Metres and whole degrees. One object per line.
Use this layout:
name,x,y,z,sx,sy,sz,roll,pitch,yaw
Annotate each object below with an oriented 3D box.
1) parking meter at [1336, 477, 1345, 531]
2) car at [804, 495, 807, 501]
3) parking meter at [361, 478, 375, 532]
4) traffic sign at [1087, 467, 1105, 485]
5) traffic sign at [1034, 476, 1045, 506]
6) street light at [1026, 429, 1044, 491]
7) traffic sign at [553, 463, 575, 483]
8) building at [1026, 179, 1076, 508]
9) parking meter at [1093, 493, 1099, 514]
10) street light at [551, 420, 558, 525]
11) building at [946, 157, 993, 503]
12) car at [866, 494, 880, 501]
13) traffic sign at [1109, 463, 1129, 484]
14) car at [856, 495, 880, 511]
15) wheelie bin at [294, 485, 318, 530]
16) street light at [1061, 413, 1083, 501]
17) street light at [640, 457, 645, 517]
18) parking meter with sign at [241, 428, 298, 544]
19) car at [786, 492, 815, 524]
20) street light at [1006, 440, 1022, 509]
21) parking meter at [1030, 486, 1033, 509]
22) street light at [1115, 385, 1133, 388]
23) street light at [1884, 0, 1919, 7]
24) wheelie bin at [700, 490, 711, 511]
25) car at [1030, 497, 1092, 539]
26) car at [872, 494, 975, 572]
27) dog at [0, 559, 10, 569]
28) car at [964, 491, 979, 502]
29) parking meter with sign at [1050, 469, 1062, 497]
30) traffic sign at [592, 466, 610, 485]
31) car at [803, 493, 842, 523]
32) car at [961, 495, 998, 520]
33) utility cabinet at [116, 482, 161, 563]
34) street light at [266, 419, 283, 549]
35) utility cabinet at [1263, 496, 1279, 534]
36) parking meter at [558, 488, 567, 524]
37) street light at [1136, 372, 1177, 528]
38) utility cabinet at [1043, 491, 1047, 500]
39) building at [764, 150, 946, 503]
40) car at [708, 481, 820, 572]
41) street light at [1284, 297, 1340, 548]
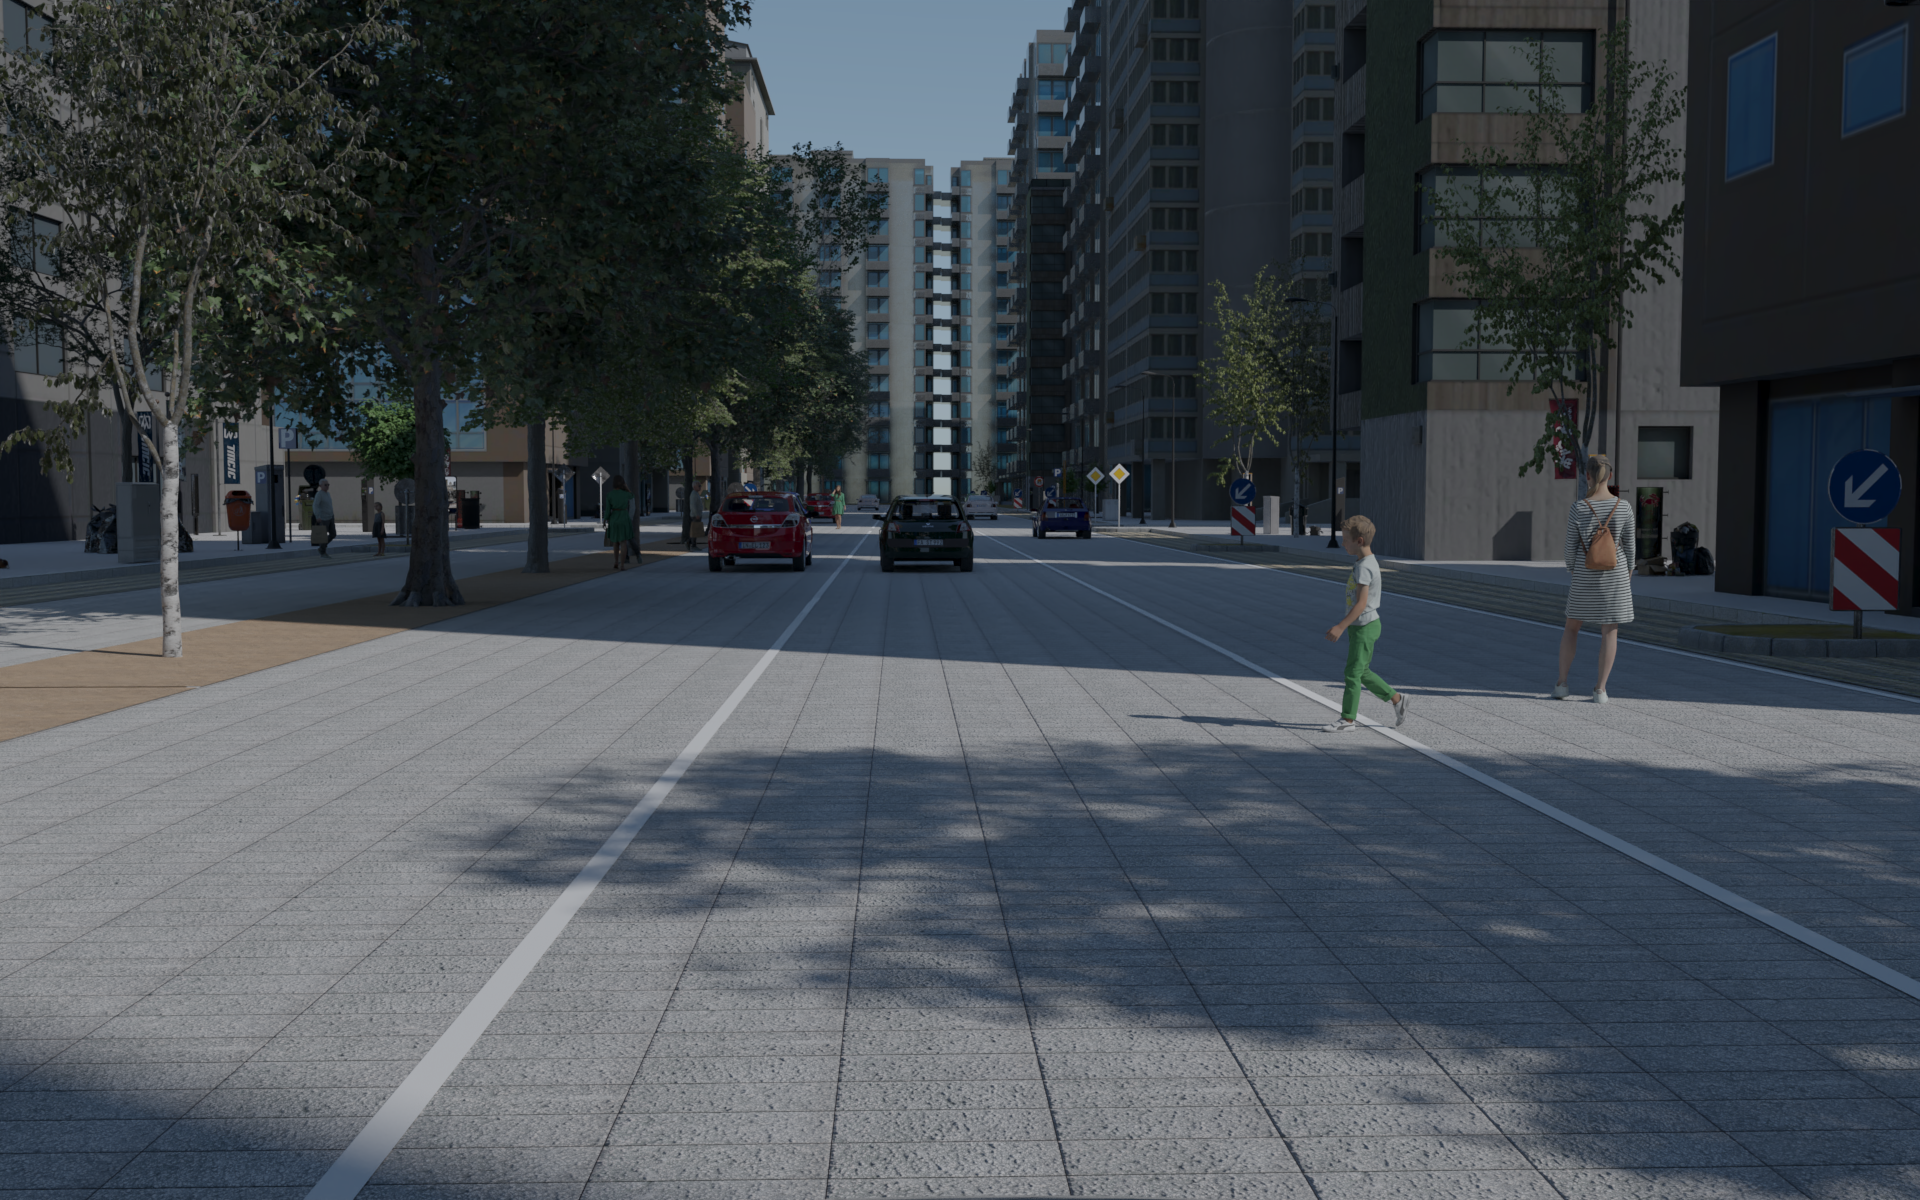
parking meter,13.096,-3.317,59.945,0.399,1.863,0.255,-1,4,-11
car,-16.339,-10.594,185.568,2.083,1.381,4.827,0,4,-2
parking meter,-19.901,-3.211,58.211,0.255,1.863,0.399,1,4,22
traffic sign,5.798,-4.383,73.853,0.795,2.593,0.064,0,4,-2
traffic sign,5.728,-7.638,124.990,0.768,2.556,0.104,0,4,0
street light,5.443,-9.252,123.815,1.470,5.913,1.316,0,4,-2
traffic sign,-14.909,-3.852,65.172,0.795,2.593,0.064,0,4,-2
building,13.053,-23.829,161.297,14.160,30.474,14.107,0,4,-2
parking meter,8.923,-6.416,113.309,0.372,1.533,0.369,0,3,0
street light,-16.582,-6.140,72.927,1.470,5.913,1.316,0,4,-2
building,12.484,-38.308,245.938,30.456,49.044,23.786,0,4,-2
car,-10.005,-11.159,194.455,2.014,1.417,4.499,0,4,0
traffic sign,6.074,-3.895,65.873,0.795,2.593,0.064,0,4,-2
car,-8.089,-8.562,152.345,2.083,1.381,4.827,0,4,-4
wheelie bin,-23.026,-3.268,61.344,0.980,1.594,0.693,-2,4,-34
street light,6.444,-7.728,98.892,1.470,5.913,1.316,0,4,-2
street light,-17.531,-7.688,98.247,1.470,5.913,1.316,0,4,-2
parking meter with sign,-17.941,-2.978,44.946,0.543,3.016,1.738,1,4,16
car,-4.941,-2.296,47.137,1.945,1.707,3.694,0,4,-3
street light,4.622,-10.772,148.665,1.470,5.913,1.316,0,4,-2
parking meter,5.335,-7.572,129.516,0.255,1.863,0.399,0,4,5
street light,7.281,-6.201,73.935,1.470,5.913,1.316,0,4,-2
street light,9.237,-2.669,16.181,1.470,5.913,1.316,0,4,-2
wheelie bin,-19.355,-7.570,131.678,0.980,1.594,0.693,3,5,44
car,3.303,-2.693,56.604,1.945,1.354,3.894,0,4,-1
car,-0.680,-1.436,33.257,2.009,1.686,4.222,0,4,-3
dog,-16.657,-0.736,29.773,0.550,0.427,0.748,-2,4,-33
car,1.454,-11.315,193.790,1.959,1.807,4.718,0,4,-2
parking meter with sign,6.418,-7.441,117.923,0.543,3.016,1.738,1,4,20
traffic sign,-15.184,-4.340,73.152,0.795,2.593,0.064,0,4,-2
car,-6.887,-4.707,85.993,2.155,1.783,4.494,0,4,-1
car,1.107,-5.168,96.859,2.083,1.381,4.827,0,4,-2
utility cabinet,-15.367,-1.453,32.439,0.318,1.500,1.173,0,4,-2
street light,-15.508,-4.148,40.356,1.470,5.913,1.316,0,4,-2
utility cabinet,10.016,-2.725,55.712,0.306,1.237,1.020,0,4,-3
parking meter,-17.126,-4.049,74.610,0.372,1.533,0.369,0,3,0
street light,7.564,-5.709,65.880,1.470,5.913,1.316,0,4,-2
utility cabinet,5.953,-6.791,119.711,0.318,1.500,1.173,0,4,8
building,-17.920,-38.184,243.920,30.456,49.044,23.786,0,4,-2
car,-3.812,-1.496,33.493,2.155,1.783,4.494,0,4,-2
street light,8.341,-4.189,41.028,1.470,5.913,1.316,0,4,-2
